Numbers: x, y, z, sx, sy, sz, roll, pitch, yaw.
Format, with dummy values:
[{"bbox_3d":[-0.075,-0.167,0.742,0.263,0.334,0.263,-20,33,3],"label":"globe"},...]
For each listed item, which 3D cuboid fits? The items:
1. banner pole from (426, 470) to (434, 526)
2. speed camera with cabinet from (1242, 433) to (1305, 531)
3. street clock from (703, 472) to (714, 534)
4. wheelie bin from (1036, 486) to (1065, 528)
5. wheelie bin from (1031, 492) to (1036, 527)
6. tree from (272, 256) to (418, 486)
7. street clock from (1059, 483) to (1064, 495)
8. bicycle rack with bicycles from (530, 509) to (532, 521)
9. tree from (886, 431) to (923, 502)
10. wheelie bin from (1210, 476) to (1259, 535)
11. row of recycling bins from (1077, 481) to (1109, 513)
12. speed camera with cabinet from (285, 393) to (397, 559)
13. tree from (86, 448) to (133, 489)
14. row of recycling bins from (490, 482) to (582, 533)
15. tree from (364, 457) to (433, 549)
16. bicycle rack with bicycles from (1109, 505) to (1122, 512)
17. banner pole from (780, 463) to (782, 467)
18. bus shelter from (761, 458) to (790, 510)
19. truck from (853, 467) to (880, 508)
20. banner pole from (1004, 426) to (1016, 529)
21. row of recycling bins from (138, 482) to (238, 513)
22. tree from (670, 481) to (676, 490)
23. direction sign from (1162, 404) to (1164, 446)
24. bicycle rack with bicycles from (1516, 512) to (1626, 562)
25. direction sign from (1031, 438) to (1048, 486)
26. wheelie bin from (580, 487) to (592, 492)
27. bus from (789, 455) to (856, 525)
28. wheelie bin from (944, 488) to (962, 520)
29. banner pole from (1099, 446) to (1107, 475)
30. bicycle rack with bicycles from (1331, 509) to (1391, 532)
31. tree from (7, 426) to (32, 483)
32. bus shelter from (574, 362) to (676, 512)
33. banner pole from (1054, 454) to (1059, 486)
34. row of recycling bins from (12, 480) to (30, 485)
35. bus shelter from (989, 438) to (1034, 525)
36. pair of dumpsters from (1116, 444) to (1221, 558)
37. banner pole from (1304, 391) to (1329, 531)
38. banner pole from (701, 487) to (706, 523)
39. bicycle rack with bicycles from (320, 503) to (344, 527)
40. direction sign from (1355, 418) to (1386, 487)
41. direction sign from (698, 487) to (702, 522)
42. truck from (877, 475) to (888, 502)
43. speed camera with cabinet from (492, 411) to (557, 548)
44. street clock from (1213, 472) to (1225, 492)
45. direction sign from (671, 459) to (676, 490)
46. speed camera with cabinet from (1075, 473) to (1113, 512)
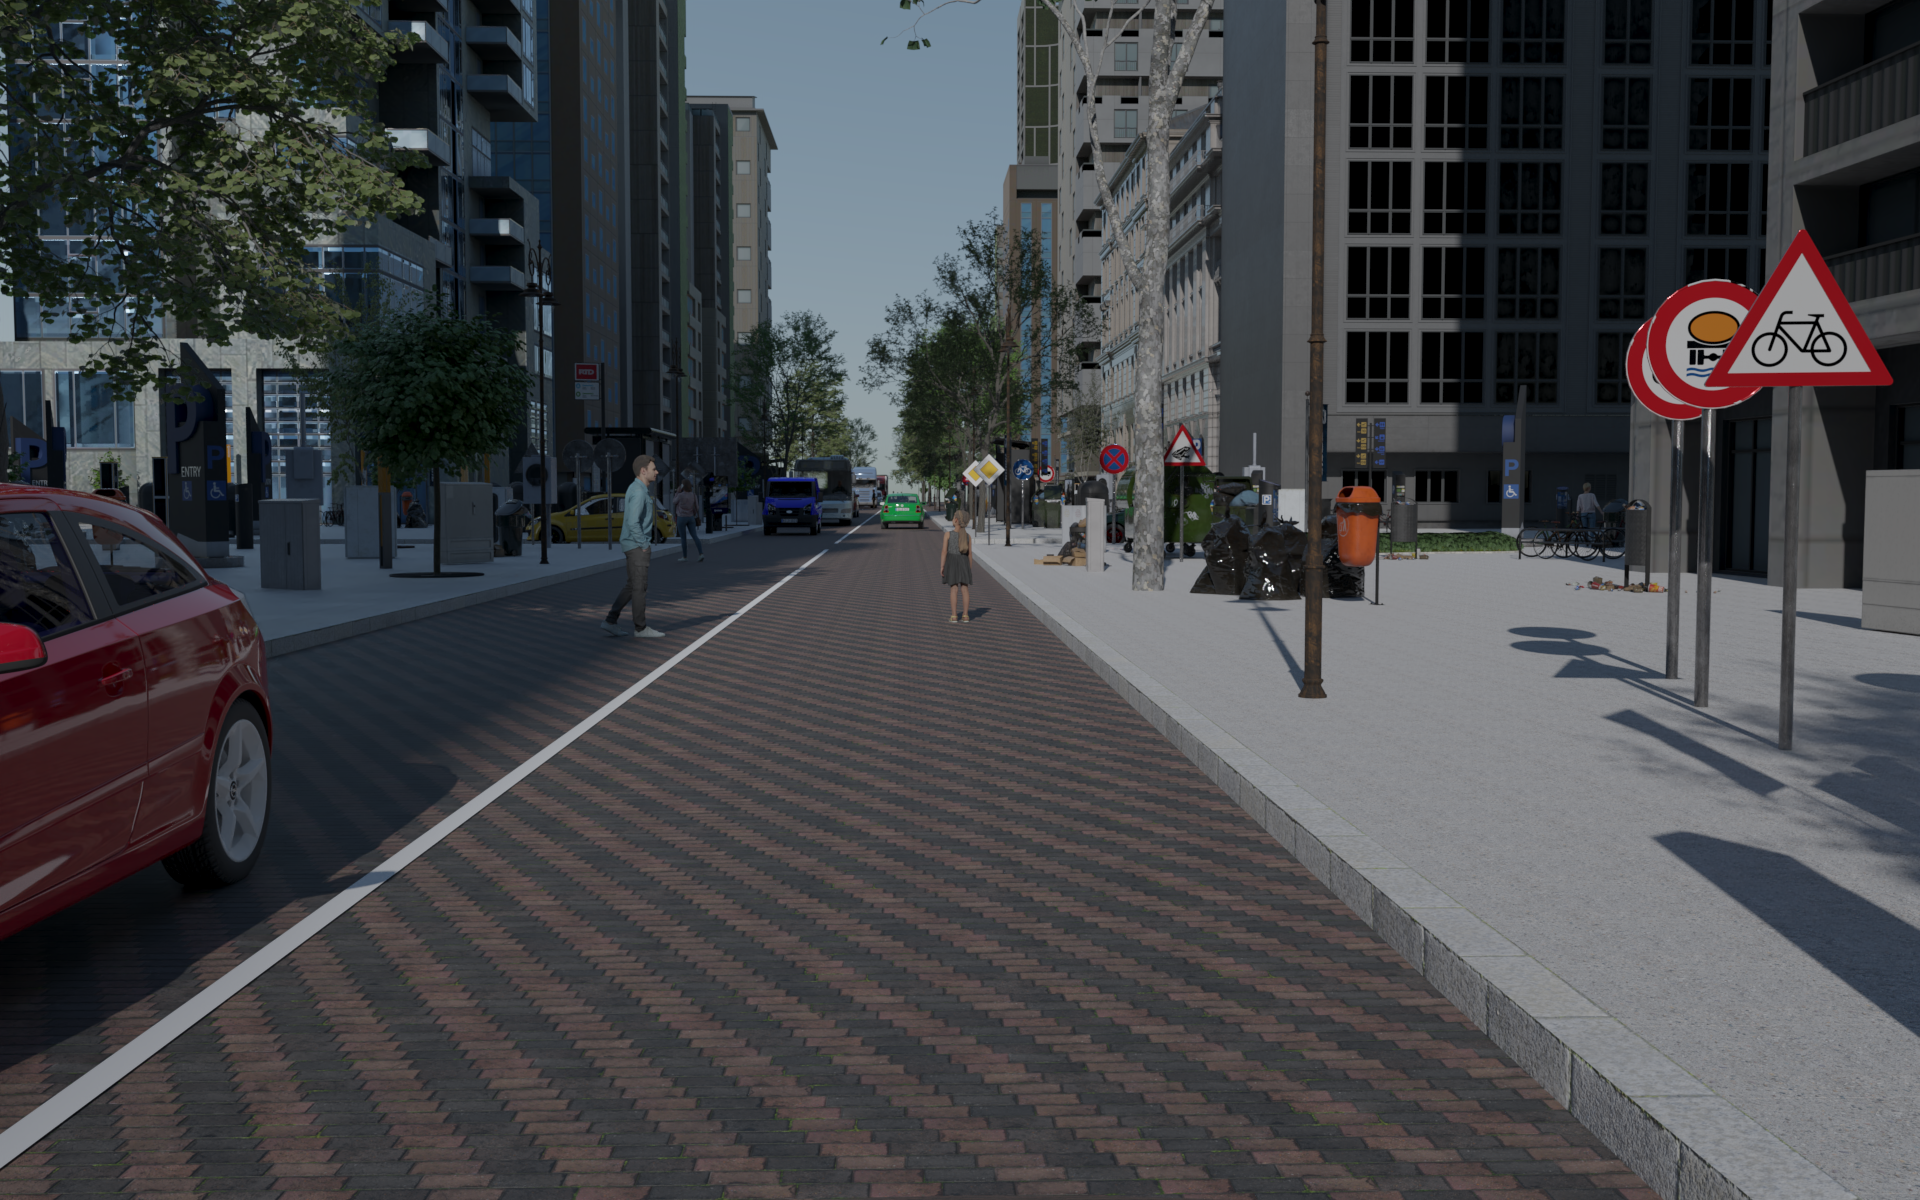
[{"bbox_3d":[-21.201,-4.855,69.393,0.401,3.779,0.863,2,4,30],"label":"banner pole"},{"bbox_3d":[10.233,-3.790,56.298,2.038,3.252,0.660,0,4,2],"label":"speed camera with cabinet"},{"bbox_3d":[-8.125,-3.148,56.046,0.358,2.002,0.471,1,4,11],"label":"street clock"},{"bbox_3d":[3.438,-3.479,64.783,0.980,1.594,0.693,0,4,3],"label":"wheelie bin"},{"bbox_3d":[3.096,-3.625,67.169,0.693,1.594,0.980,0,4,2],"label":"wheelie bin"},{"bbox_3d":[-18.518,-6.274,52.945,4.737,8.622,4.395,0,3,0],"label":"tree"},{"bbox_3d":[6.516,-6.575,112.063,0.358,2.002,0.471,-1,4,-21],"label":"street clock"},{"bbox_3d":[-14.910,-2.942,61.484,2.925,0.926,2.852,1,4,10],"label":"bicycle rack with bicycles"},{"bbox_3d":[-5.211,-20.055,238.272,12.009,13.543,11.850,0,3,0],"label":"tree"},{"bbox_3d":[4.824,-1.378,30.435,0.980,1.594,0.693,2,4,25],"label":"wheelie bin"},{"bbox_3d":[4.182,-2.906,54.620,1.069,1.692,3.534,0,4,4],"label":"row of recycling bins"},{"bbox_3d":[-12.242,-2.444,34.290,2.038,3.252,0.660,-1,4,-18],"label":"speed camera with cabinet"},{"bbox_3d":[-34.537,-4.652,70.667,1.663,3.219,1.824,0,3,0],"label":"tree"},{"bbox_3d":[-14.403,-3.124,58.196,3.534,1.692,1.069,-2,4,-34],"label":"row of recycling bins"},{"bbox_3d":[-13.483,-2.834,40.945,1.663,3.219,1.824,0,3,0],"label":"tree"},{"bbox_3d":[7.055,-4.277,83.313,2.925,0.926,2.852,0,4,7],"label":"bicycle rack with bicycles"},{"bbox_3d":[-12.613,-8.085,122.207,0.401,3.779,0.863,-1,4,-10],"label":"banner pole"},{"bbox_3d":[-12.439,-7.631,116.055,1.731,3.624,6.357,0,4,-2],"label":"bus shelter"},{"bbox_3d":[-9.753,-11.538,178.401,2.967,4.110,18.799,0,4,-3],"label":"truck"},{"bbox_3d":[1.790,-4.545,64.325,0.401,3.779,0.863,-1,4,-20],"label":"banner pole"},{"bbox_3d":[-26.965,-3.283,60.783,3.534,1.692,1.069,0,4,-7],"label":"row of recycling bins"},{"bbox_3d":[-18.927,-7.374,115.170,1.663,3.219,1.824,0,3,0],"label":"tree"},{"bbox_3d":[4.759,-3.128,43.146,0.876,3.537,0.379,-3,5,-41],"label":"direction sign"},{"bbox_3d":[12.222,-1.267,34.092,2.852,0.926,2.925,-3,5,-40],"label":"bicycle rack with bicycles"},{"bbox_3d":[3.233,-4.800,70.485,0.876,3.537,0.379,-3,4,-38],"label":"direction sign"},{"bbox_3d":[-16.204,-3.995,73.224,0.980,1.594,0.693,1,4,11],"label":"wheelie bin"},{"bbox_3d":[-6.344,-5.318,81.809,2.948,3.499,13.247,0,4,-3],"label":"bus"},{"bbox_3d":[-0.340,-4.740,85.406,0.693,1.594,0.980,-2,4,-34],"label":"wheelie bin"},{"bbox_3d":[7.395,-6.088,89.549,0.401,3.779,0.863,3,5,45],"label":"banner pole"},{"bbox_3d":[13.152,-2.770,58.664,2.852,0.926,2.925,-3,5,-42],"label":"bicycle rack with bicycles"},{"bbox_3d":[-22.901,-2.841,41.056,1.663,3.219,1.824,0,3,0],"label":"tree"},{"bbox_3d":[-10.757,-4.769,55.598,2.179,5.291,8.768,0,4,-2],"label":"bus shelter"},{"bbox_3d":[6.057,-7.272,108.910,0.401,3.779,0.863,2,4,28],"label":"banner pole"},{"bbox_3d":[-29.289,-2.710,51.414,1.069,1.692,3.534,2,4,34],"label":"row of recycling bins"},{"bbox_3d":[2.227,-5.148,75.460,1.731,3.624,6.357,0,4,-2],"label":"bus shelter"},{"bbox_3d":[4.256,-2.028,35.658,1.574,2.255,4.437,0,4,-2],"label":"pair of dumpsters"},{"bbox_3d":[8.633,-3.193,42.215,0.863,3.779,0.401,-2,4,-27],"label":"banner pole"},{"bbox_3d":[-11.180,-5.296,76.610,0.863,3.779,0.401,-3,4,-36],"label":"banner pole"},{"bbox_3d":[-25.319,-3.410,69.143,2.852,0.926,2.925,1,4,16],"label":"bicycle rack with bicycles"},{"bbox_3d":[12.253,-3.654,51.748,0.876,3.537,0.379,0,4,5],"label":"direction sign"},{"bbox_3d":[-12.170,-5.412,80.478,0.876,3.537,0.379,-3,5,-45],"label":"direction sign"},{"bbox_3d":[-11.808,-16.053,251.387,2.839,4.237,11.283,0,4,0],"label":"truck"},{"bbox_3d":[-10.648,-2.860,41.089,2.038,3.252,0.660,0,4,1],"label":"speed camera with cabinet"},{"bbox_3d":[8.431,-3.193,56.768,0.471,2.002,0.358,-1,4,-23],"label":"street clock"},{"bbox_3d":[-18.818,-7.392,112.851,0.379,3.537,0.876,3,5,43],"label":"direction sign"},{"bbox_3d":[6.025,-5.123,78.102,2.038,3.252,0.660,3,5,41],"label":"speed camera with cabinet"}]
